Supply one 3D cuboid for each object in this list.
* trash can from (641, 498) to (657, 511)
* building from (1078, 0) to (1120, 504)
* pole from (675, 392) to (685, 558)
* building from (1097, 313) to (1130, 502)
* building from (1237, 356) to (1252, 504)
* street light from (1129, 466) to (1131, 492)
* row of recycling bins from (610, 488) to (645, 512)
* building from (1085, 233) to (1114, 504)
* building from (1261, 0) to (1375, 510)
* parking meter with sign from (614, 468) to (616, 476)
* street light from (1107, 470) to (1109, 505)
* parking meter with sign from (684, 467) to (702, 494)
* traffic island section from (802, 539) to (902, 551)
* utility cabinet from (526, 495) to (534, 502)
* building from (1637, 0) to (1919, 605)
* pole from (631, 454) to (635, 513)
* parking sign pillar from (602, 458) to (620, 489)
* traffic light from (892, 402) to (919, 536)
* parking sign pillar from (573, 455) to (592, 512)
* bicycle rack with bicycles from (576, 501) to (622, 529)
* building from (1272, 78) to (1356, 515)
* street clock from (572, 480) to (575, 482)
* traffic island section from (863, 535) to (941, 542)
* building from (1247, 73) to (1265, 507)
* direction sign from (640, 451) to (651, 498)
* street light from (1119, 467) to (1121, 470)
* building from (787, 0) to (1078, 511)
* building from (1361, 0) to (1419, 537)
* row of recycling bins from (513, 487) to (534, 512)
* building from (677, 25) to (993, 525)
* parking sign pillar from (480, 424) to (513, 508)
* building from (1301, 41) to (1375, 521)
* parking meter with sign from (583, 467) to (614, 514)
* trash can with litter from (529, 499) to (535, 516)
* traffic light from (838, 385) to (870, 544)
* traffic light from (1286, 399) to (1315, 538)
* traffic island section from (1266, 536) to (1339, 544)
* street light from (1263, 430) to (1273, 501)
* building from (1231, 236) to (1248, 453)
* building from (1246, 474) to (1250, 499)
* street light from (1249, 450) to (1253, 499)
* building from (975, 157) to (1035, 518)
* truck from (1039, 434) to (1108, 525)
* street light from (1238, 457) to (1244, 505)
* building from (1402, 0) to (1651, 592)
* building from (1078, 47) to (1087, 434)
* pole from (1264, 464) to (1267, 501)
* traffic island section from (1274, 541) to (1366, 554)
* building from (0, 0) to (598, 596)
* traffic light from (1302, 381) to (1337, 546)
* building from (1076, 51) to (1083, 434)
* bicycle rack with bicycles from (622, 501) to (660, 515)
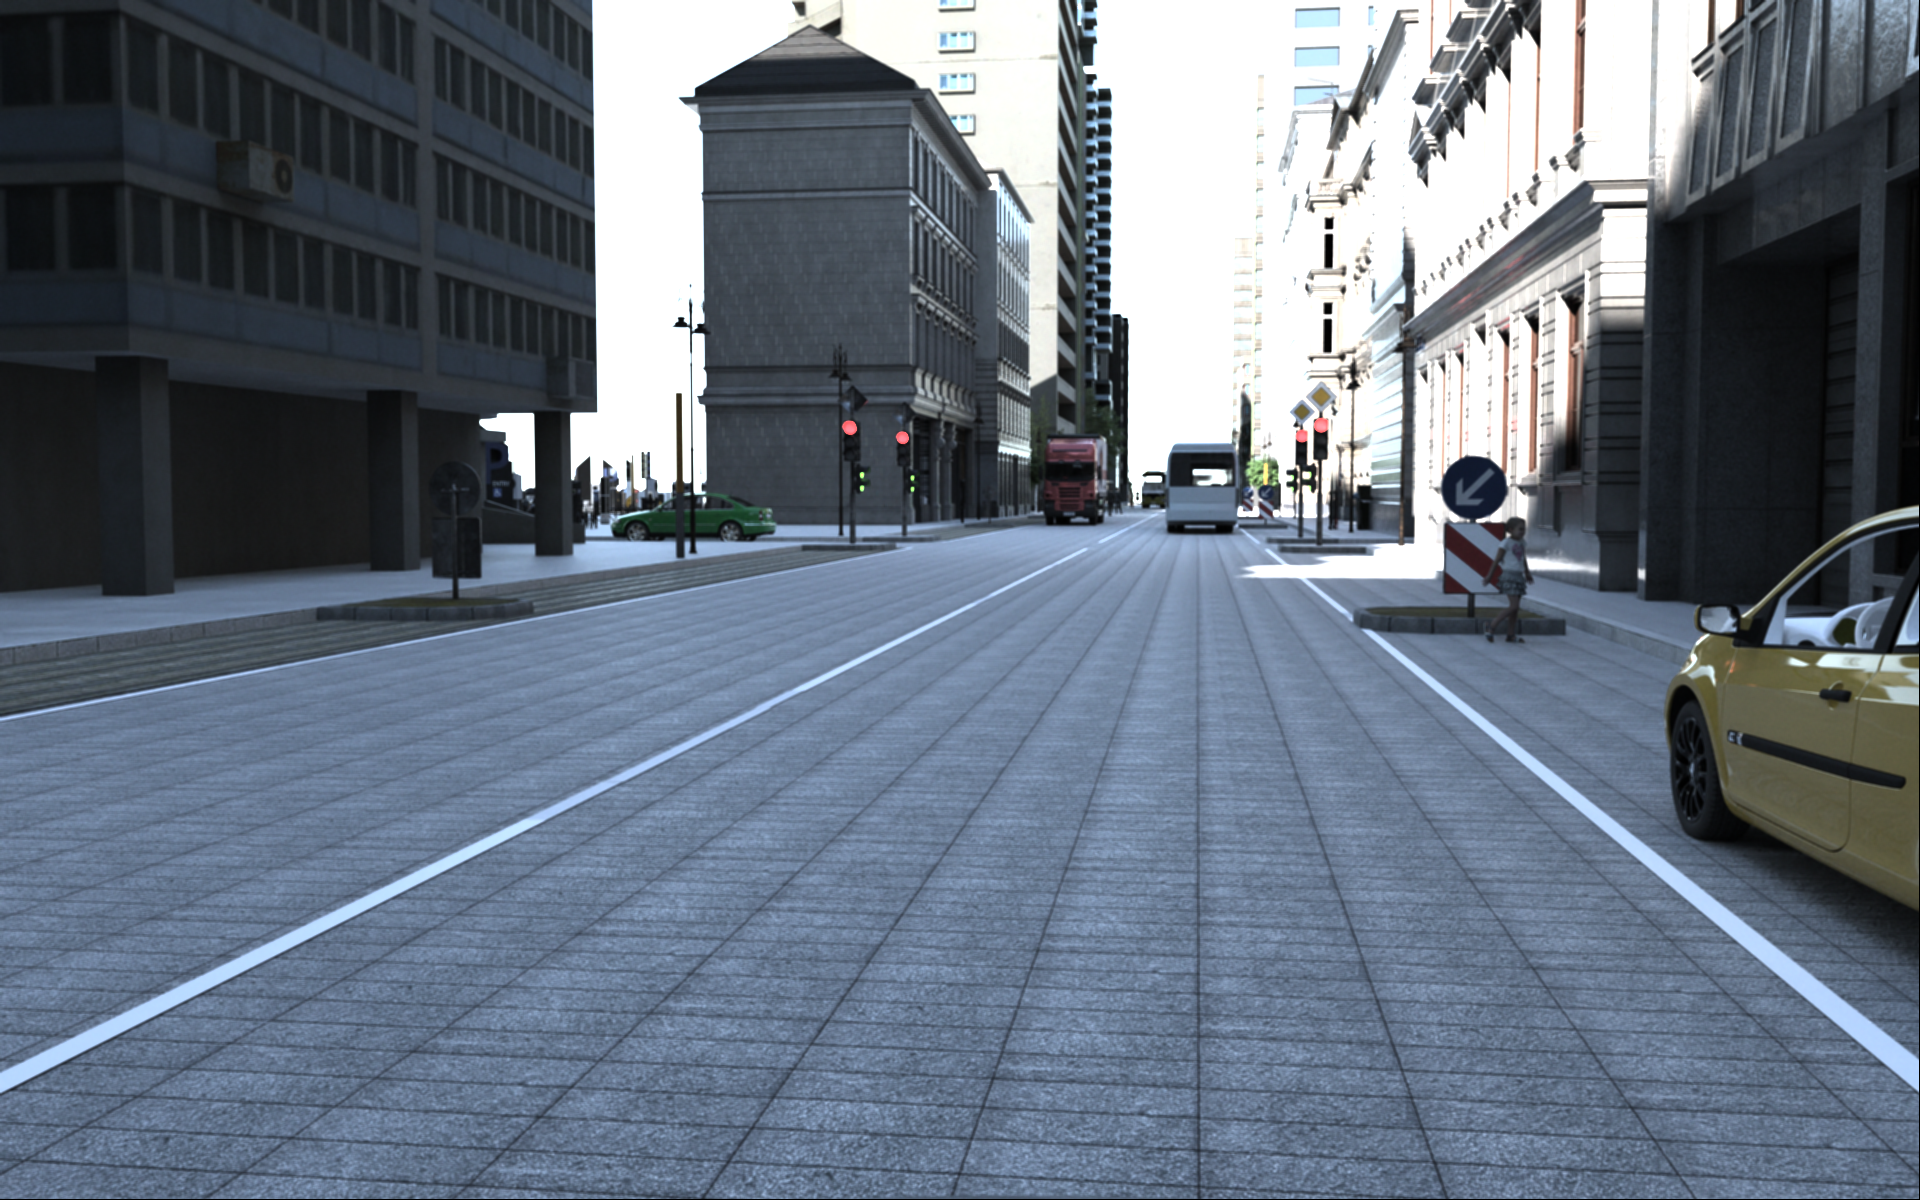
[{"bbox_3d":[-12.779,-3.640,71.161,0.748,1.137,0.748,0,3,0],"label":"trash can"},{"bbox_3d":[12.205,-57.276,249.129,22.319,86.520,31.000,0,4,8],"label":"building"},{"bbox_3d":[-5.630,-2.503,34.771,0.158,3.312,0.155,0,3,0],"label":"pole"},{"bbox_3d":[19.350,-30.656,272.930,14.160,30.474,14.107,0,4,8],"label":"building"},{"bbox_3d":[51.033,-23.510,229.428,27.650,21.520,28.899,0,4,8],"label":"building"},{"bbox_3d":[27.292,-18.710,278.691,0.468,5.910,1.993,0,4,8],"label":"street light"},{"bbox_3d":[-23.318,-7.042,122.250,3.534,1.692,1.069,-3,5,-40],"label":"row of recycling bins"},{"bbox_3d":[3.516,-32.547,224.029,32.217,40.220,23.993,0,4,8],"label":"building"},{"bbox_3d":[36.824,-37.128,149.035,21.231,58.520,28.212,0,4,8],"label":"building"},{"bbox_3d":[-23.883,-7.339,116.247,1.738,3.016,0.543,2,4,33],"label":"parking meter with sign"},{"bbox_3d":[18.152,-14.631,212.011,0.468,5.910,1.993,0,4,8],"label":"street light"},{"bbox_3d":[-17.444,-7.029,111.191,1.738,3.016,0.543,0,4,1],"label":"parking meter with sign"},{"bbox_3d":[-2.797,-1.379,44.830,2.009,0.180,2.903,0,4,8],"label":"traffic island section"},{"bbox_3d":[-22.540,-4.941,91.949,0.306,1.237,1.020,3,4,37],"label":"utility cabinet"},{"bbox_3d":[12.866,-11.726,9.741,12.078,24.808,19.932,0,4,8],"label":"building"},{"bbox_3d":[-16.737,-5.796,88.600,0.158,3.312,0.155,0,3,0],"label":"pole"},{"bbox_3d":[-26.355,-8.706,130.820,1.447,3.967,1.447,-3,5,-43],"label":"parking sign pillar"},{"bbox_3d":[-1.673,-3.895,52.601,0.839,4.253,0.868,0,4,8],"label":"traffic light"},{"bbox_3d":[-25.740,-7.927,118.081,1.447,3.967,1.447,2,4,35],"label":"parking sign pillar"},{"bbox_3d":[-14.560,-3.157,65.000,2.852,0.926,2.925,0,4,4],"label":"bicycle rack with bicycles"},{"bbox_3d":[27.980,-20.075,114.136,13.634,28.700,20.117,0,4,8],"label":"building"},{"bbox_3d":[-23.949,-6.341,108.242,0.471,2.002,0.358,-1,4,-12],"label":"street clock"},{"bbox_3d":[-1.711,-1.863,52.741,2.009,0.180,2.903,0,4,8],"label":"traffic island section"},{"bbox_3d":[35.996,-29.810,170.982,14.154,41.232,14.086,0,4,8],"label":"building"},{"bbox_3d":[-16.455,-6.041,90.770,0.876,3.537,0.379,3,5,44],"label":"direction sign"},{"bbox_3d":[22.643,-16.658,245.150,0.468,5.910,1.993,0,4,8],"label":"street light"},{"bbox_3d":[-1.971,-31.501,138.736,21.300,48.544,21.600,0,4,8],"label":"building"},{"bbox_3d":[22.827,-13.769,54.008,19.941,23.489,11.050,0,4,8],"label":"building"},{"bbox_3d":[-26.643,-5.843,102.640,3.534,1.692,1.069,-3,4,-39],"label":"row of recycling bins"},{"bbox_3d":[-6.204,-13.575,72.861,10.553,20.767,40.483,0,4,8],"label":"building"},{"bbox_3d":[-17.429,-4.672,64.853,1.447,3.967,1.447,-3,5,-42],"label":"parking sign pillar"},{"bbox_3d":[24.556,-16.349,86.394,14.460,24.649,34.723,0,4,8],"label":"building"},{"bbox_3d":[-23.652,-7.130,112.835,1.738,3.016,0.543,0,4,2],"label":"parking meter with sign"},{"bbox_3d":[-14.250,-2.926,59.235,0.624,1.170,1.055,1,4,11],"label":"trash can with litter"},{"bbox_3d":[-2.759,-3.411,44.690,0.839,4.253,0.868,0,4,8],"label":"traffic light"},{"bbox_3d":[10.031,-3.798,51.017,0.839,4.253,0.868,0,4,8],"label":"traffic light"},{"bbox_3d":[10.069,-1.764,51.125,2.009,0.180,2.903,0,4,8],"label":"traffic island section"},{"bbox_3d":[22.279,-9.300,124.837,0.468,5.910,1.993,0,4,8],"label":"street light"},{"bbox_3d":[50.174,-36.157,274.768,14.154,41.232,14.086,0,4,8],"label":"building"},{"bbox_3d":[41.972,-45.834,187.643,20.563,71.187,20.611,0,4,8],"label":"building"},{"bbox_3d":[27.930,-11.842,166.401,0.468,5.910,1.993,0,4,8],"label":"street light"},{"bbox_3d":[-1.334,-15.451,101.782,9.793,20.994,18.267,0,4,8],"label":"building"},{"bbox_3d":[5.589,-5.765,83.177,2.839,4.237,11.283,0,4,7],"label":"truck"},{"bbox_3d":[32.580,-13.921,200.390,0.468,5.910,1.993,0,4,8],"label":"street light"},{"bbox_3d":[14.639,-11.921,31.071,11.583,22.565,21.152,0,4,8],"label":"building"},{"bbox_3d":[4.982,-31.804,170.108,14.600,45.320,14.200,0,4,8],"label":"building"},{"bbox_3d":[20.553,-7.506,116.563,0.158,3.312,0.155,0,3,0],"label":"pole"},{"bbox_3d":[8.983,-1.280,43.214,2.009,0.180,2.903,0,4,8],"label":"traffic island section"},{"bbox_3d":[-20.055,-20.755,31.228,23.993,40.220,32.217,0,4,8],"label":"building"},{"bbox_3d":[8.945,-3.314,43.106,0.839,4.253,0.868,0,4,8],"label":"traffic light"},{"bbox_3d":[3.513,-28.905,156.185,14.154,41.232,14.086,0,4,8],"label":"building"},{"bbox_3d":[-16.280,-4.342,84.380,2.925,0.926,2.852,0,4,-8],"label":"bicycle rack with bicycles"}]
